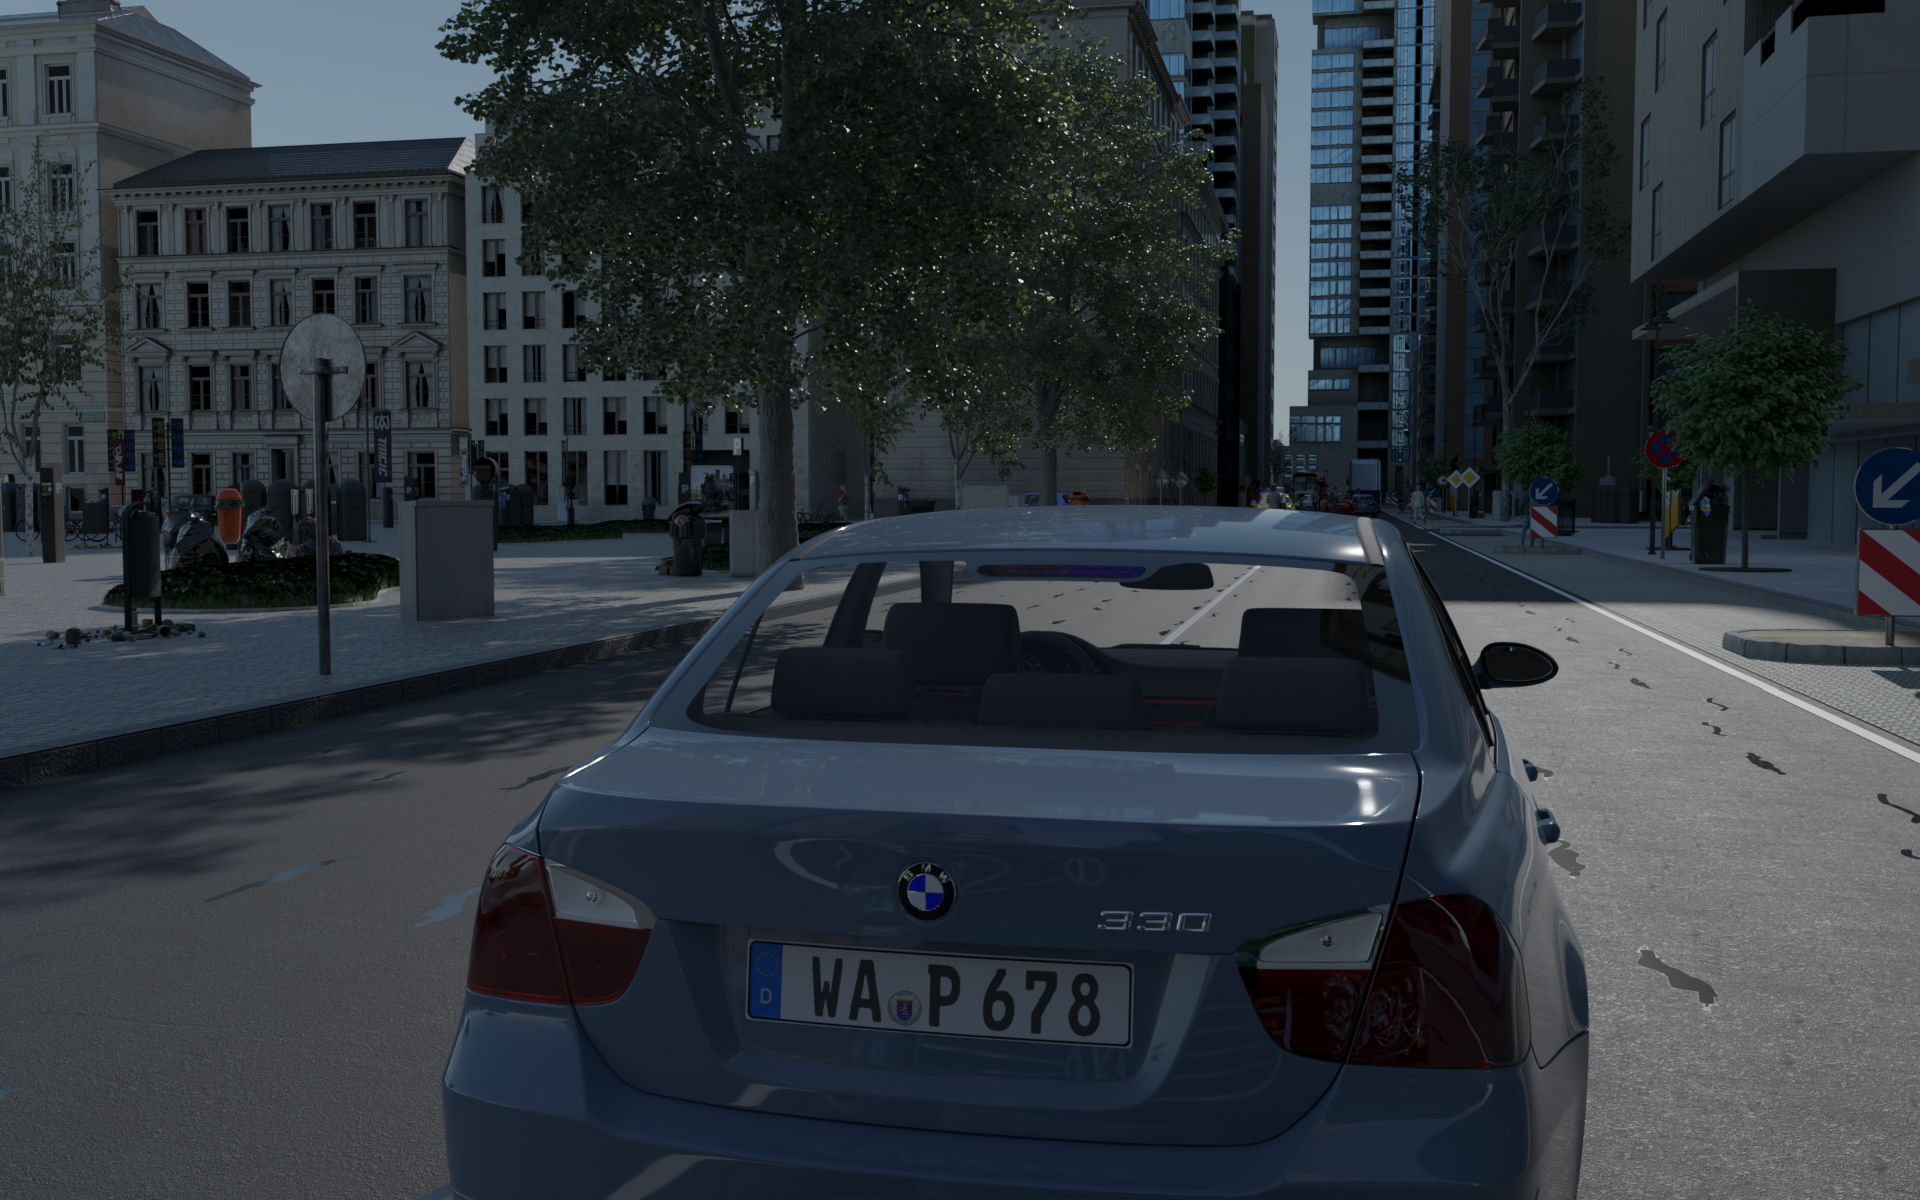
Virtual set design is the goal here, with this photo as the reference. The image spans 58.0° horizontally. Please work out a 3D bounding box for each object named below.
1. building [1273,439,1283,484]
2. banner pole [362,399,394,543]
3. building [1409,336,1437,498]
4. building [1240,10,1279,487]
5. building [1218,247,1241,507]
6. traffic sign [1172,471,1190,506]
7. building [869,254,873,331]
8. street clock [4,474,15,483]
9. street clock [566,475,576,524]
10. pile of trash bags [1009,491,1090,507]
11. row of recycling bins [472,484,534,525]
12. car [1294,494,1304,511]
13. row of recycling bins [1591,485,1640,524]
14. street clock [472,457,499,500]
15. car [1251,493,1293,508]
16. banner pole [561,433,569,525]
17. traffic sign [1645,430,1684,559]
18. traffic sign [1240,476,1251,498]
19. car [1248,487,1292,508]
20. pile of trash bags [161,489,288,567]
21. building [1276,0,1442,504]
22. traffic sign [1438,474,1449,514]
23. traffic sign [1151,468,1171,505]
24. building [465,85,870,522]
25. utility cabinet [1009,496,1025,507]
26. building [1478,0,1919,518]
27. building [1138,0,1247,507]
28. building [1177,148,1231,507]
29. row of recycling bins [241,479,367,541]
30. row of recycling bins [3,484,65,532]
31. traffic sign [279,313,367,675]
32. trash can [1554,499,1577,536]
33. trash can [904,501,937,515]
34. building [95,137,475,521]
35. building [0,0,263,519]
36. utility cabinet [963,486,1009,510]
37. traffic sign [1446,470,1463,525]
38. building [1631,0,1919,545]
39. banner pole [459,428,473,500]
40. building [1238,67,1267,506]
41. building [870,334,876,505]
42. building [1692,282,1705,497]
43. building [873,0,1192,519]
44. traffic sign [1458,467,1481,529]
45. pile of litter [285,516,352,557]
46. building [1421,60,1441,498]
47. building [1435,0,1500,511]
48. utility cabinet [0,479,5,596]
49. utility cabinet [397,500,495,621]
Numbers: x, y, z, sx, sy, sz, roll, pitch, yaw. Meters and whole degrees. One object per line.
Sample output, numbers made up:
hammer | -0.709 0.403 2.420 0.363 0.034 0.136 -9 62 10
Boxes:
building | 31.822 -40.180 246.186 27.495 52.752 28.713 1 4 13
banner pole | -15.452 -3.418 45.901 0.863 3.779 0.401 0 4 -4
building | 67.003 -21.750 200.650 27.650 21.520 28.899 1 4 13
building | 24.405 -41.039 212.980 28.212 58.520 21.231 1 4 13
building | 15.529 -18.824 137.453 12.332 23.373 15.834 1 4 13
traffic sign | 9.440 -4.311 74.120 0.795 2.450 0.064 1 4 13
building | -10.627 -36.595 252.947 28.867 44.769 22.147 1 4 13
street clock | -34.073 -3.521 62.130 0.471 2.002 0.358 3 5 42
street clock | -14.765 -3.744 65.790 0.358 2.002 0.471 1 4 11
pile of trash bags | 2.459 -2.694 53.807 3.447 1.369 1.912 2 4 31
row of recycling bins | -18.292 -3.800 69.251 1.069 1.692 3.534 1 4 20
car | 23.504 -6.946 123.357 2.009 1.686 4.222 1 4 13
row of recycling bins | 28.846 -4.234 76.337 1.069 1.692 3.534 0 4 -4
street clock | -9.394 -1.820 34.327 0.471 2.002 0.358 0 4 1
car | 14.686 -4.396 81.460 1.945 1.707 3.694 1 4 12
banner pole | -16.201 -4.959 71.101 0.401 3.779 0.863 1 4 8
traffic sign | 13.868 -2.079 34.105 0.768 2.556 0.104 1 4 14
traffic sign | 20.286 -7.522 123.084 0.768 2.556 0.104 1 4 17
car | 16.626 -5.134 92.618 2.281 1.827 5.304 1 4 14
pile of trash bags | -11.806 -1.109 27.891 1.912 1.369 3.447 -1 4 -22
building | 59.690 -56.459 235.771 31.000 86.520 22.319 1 4 13
traffic sign | 31.377 -6.869 112.417 0.768 2.556 0.104 1 4 14
traffic sign | 7.697 -3.834 66.327 0.795 2.450 0.064 1 4 13
building | -13.934 -14.085 85.038 16.860 20.320 10.420 1 4 13
utility cabinet | 2.067 -3.315 65.359 0.306 1.237 1.020 -2 4 -29
building | 42.807 -27.479 103.910 22.147 44.769 28.867 1 4 13
building | 16.576 -52.085 164.256 22.319 86.520 31.000 1 4 13
building | 8.893 -17.260 115.478 16.112 22.955 30.059 1 4 13
row of recycling bins | -18.063 -2.473 47.541 3.534 1.692 1.069 0 4 -1
row of recycling bins | -32.044 -3.173 58.985 3.534 1.692 1.069 1 4 16
traffic sign | -4.509 -0.741 12.223 0.768 2.556 0.104 1 4 21
trash can | 18.476 -2.524 52.917 0.748 1.137 0.748 0 3 0
trash can | -0.855 -1.583 37.540 0.748 1.137 0.748 0 3 0
building | -32.021 -13.707 88.735 19.286 19.102 10.561 1 4 13
building | -50.859 -18.872 94.469 20.117 28.700 13.634 1 4 13
utility cabinet | 0.675 -2.235 45.223 1.173 1.500 0.318 1 4 15
traffic sign | 20.507 -4.158 71.633 0.795 2.450 0.064 1 4 13
building | 33.729 -27.817 44.040 28.713 52.752 27.495 1 4 13
banner pole | -18.753 -4.641 65.896 0.863 3.779 0.401 2 4 33
building | 25.664 -32.839 187.026 14.600 45.320 14.200 1 4 13
building | -4.106 -22.778 217.451 28.899 21.520 27.650 1 4 13
building | 48.972 -32.575 74.605 28.212 58.520 21.231 1 4 13
building | 4.380 -17.783 88.021 12.463 27.353 25.104 1 4 13
traffic sign | 18.764 -3.682 63.840 0.795 2.450 0.064 1 4 13
pile of litter | -12.718 -1.228 34.038 1.719 0.858 1.176 0 4 5
building | 57.685 -31.625 171.696 22.147 44.769 28.867 1 4 13
building | 44.885 -29.679 135.359 14.600 45.320 14.200 1 4 13
utility cabinet | -12.082 -0.747 20.896 0.318 1.500 1.173 1 4 10
utility cabinet | -5.310 -0.414 17.923 0.306 1.237 1.020 2 4 33
